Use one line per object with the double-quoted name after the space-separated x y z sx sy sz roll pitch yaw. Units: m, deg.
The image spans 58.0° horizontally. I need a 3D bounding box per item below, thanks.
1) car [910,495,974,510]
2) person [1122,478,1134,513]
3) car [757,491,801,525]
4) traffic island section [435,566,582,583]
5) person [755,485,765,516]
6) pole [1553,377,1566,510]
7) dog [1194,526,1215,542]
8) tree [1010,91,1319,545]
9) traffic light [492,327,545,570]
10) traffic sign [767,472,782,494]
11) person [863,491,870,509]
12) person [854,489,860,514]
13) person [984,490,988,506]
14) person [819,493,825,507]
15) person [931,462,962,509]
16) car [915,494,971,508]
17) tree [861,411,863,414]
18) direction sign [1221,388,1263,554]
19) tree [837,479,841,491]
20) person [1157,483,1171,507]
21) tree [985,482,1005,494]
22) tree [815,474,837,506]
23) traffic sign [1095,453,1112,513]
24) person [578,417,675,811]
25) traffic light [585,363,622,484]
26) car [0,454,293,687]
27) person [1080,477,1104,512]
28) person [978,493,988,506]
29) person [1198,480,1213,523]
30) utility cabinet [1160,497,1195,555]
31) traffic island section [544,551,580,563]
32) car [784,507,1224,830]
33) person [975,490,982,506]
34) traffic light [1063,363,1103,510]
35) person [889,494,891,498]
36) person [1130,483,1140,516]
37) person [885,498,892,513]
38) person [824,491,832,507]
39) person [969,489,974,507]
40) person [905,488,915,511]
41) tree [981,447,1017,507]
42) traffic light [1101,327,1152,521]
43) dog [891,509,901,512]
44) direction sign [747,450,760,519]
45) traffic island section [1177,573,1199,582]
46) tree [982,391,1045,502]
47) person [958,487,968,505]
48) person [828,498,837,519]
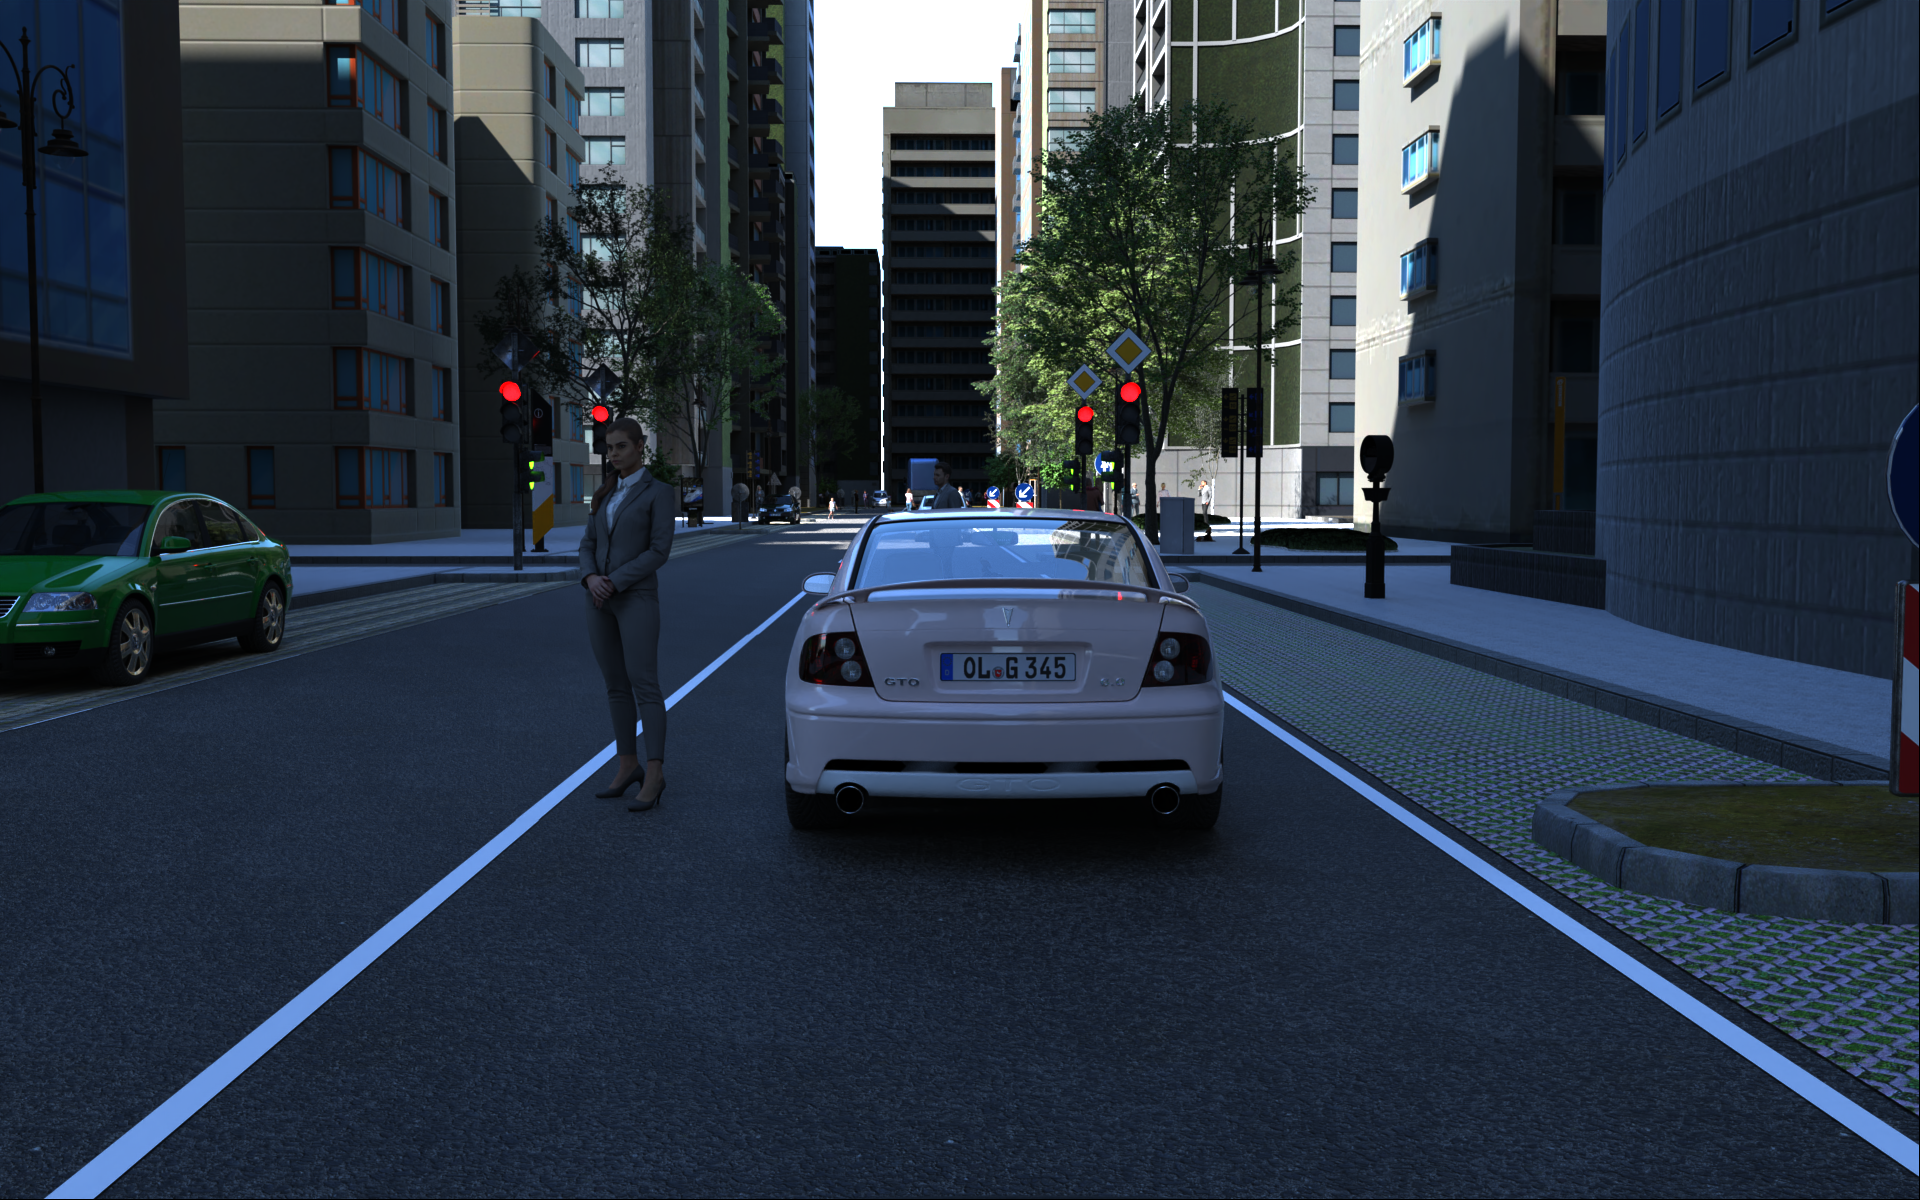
-0.521 -2.513 53.085 2.014 1.417 4.499 0 4 -1 "car"
5.551 -3.220 58.548 0.638 1.841 0.748 -2 4 -26 "person"
-8.474 -4.374 81.304 2.009 1.686 4.222 0 4 0 "car"
-7.477 -0.426 29.240 2.009 0.180 2.903 0 4 -1 "traffic island section"
-11.603 -5.760 100.402 0.537 1.800 0.526 0 4 -2 "person"
10.452 -2.225 30.229 0.158 3.312 0.155 0 3 0 "pole"
6.527 -1.766 46.604 0.748 0.427 0.550 1 4 8 "dog"
4.980 -7.219 43.780 9.928 11.665 9.643 0 3 0 "tree"
-7.437 -2.458 29.106 0.839 4.253 0.868 0 4 -1 "traffic light"
-10.983 -6.270 102.513 0.884 2.594 0.081 0 3 0 "traffic sign"
-9.271 -9.948 171.593 0.683 1.767 0.568 0 4 3 "person"
-7.369 -7.082 124.810 0.721 1.766 1.217 -1 4 -12 "person"
2.787 -10.560 179.375 0.721 1.739 1.217 1 4 23 "person"
-13.918 -9.987 172.516 0.628 1.438 0.799 1 4 19 "person"
-0.261 -0.685 19.902 0.583 1.804 0.606 -2 4 -28 "person"
-0.577 -3.160 61.449 2.009 1.686 4.222 0 4 -2 "car"
-13.102 -14.370 160.698 9.928 11.665 9.643 0 3 0 "tree"
6.013 -2.749 36.946 0.876 3.537 0.379 0 4 2 "direction sign"
-13.767 -11.920 189.489 1.663 3.219 1.824 0 3 0 "tree"
8.399 -3.881 70.165 0.731 1.740 0.598 -1 4 -19 "person"
3.059 -9.051 142.589 1.663 3.219 1.824 0 3 0 "tree"
-13.376 -10.589 167.734 1.663 3.219 1.824 0 3 0 "tree"
4.330 -3.104 50.855 0.768 2.556 0.104 0 4 2 "traffic sign"
-1.590 0.044 8.058 0.520 1.790 0.573 1 4 13 "person"
-7.607 -2.946 37.089 0.839 4.253 0.868 0 4 -1 "traffic light"
-7.037 -0.332 14.220 1.959 1.807 4.718 0 4 -1 "car"
3.144 -1.963 40.577 0.580 1.828 0.573 -2 4 -34 "person"
2.221 -9.643 166.972 1.065 1.426 0.557 1 4 14 "person"
9.226 -3.608 65.220 0.473 1.802 0.592 0 4 -7 "person"
4.664 -1.592 37.183 0.306 1.237 1.020 -1 4 -23 "utility cabinet"
-7.648 -0.914 37.223 2.009 0.180 2.903 0 4 -1 "traffic island section"
0.189 0.219 8.782 2.083 1.381 4.827 0 4 0 "car"
2.121 -11.160 189.295 1.217 1.735 0.721 -3 4 -37 "person"
2.651 -2.960 37.324 0.839 4.253 0.868 0 4 -1 "traffic light"
-7.394 -10.303 180.188 0.421 1.427 0.697 3 5 41 "person"
8.251 -4.584 81.166 0.590 1.801 0.661 3 5 42 "person"
-4.420 -5.692 106.584 0.505 1.210 0.382 3 4 37 "person"
-13.519 -10.435 177.383 0.721 1.736 1.217 -3 5 -43 "person"
0.817 -7.090 124.410 0.705 1.826 1.348 0 4 -4 "person"
-2.873 -5.501 99.032 0.593 1.750 0.643 2 4 23 "person"
3.107 -8.064 115.566 4.285 4.588 4.351 0 3 0 "tree"
2.822 -2.472 29.341 0.839 4.253 0.868 0 4 -1 "traffic light"
-3.900 -5.273 105.507 0.540 0.507 0.406 -2 4 -35 "dog"
-10.680 -5.968 89.574 0.379 3.537 0.876 3 5 41 "direction sign"
2.862 -0.439 29.455 2.009 0.180 2.903 0 4 -1 "traffic island section"
3.421 -9.159 100.115 4.360 8.622 3.978 0 3 0 "tree"
0.038 -4.851 87.928 0.709 1.813 0.853 -3 5 -44 "person"
-7.205 -5.176 98.138 0.505 1.210 0.382 -1 4 -15 "person"
